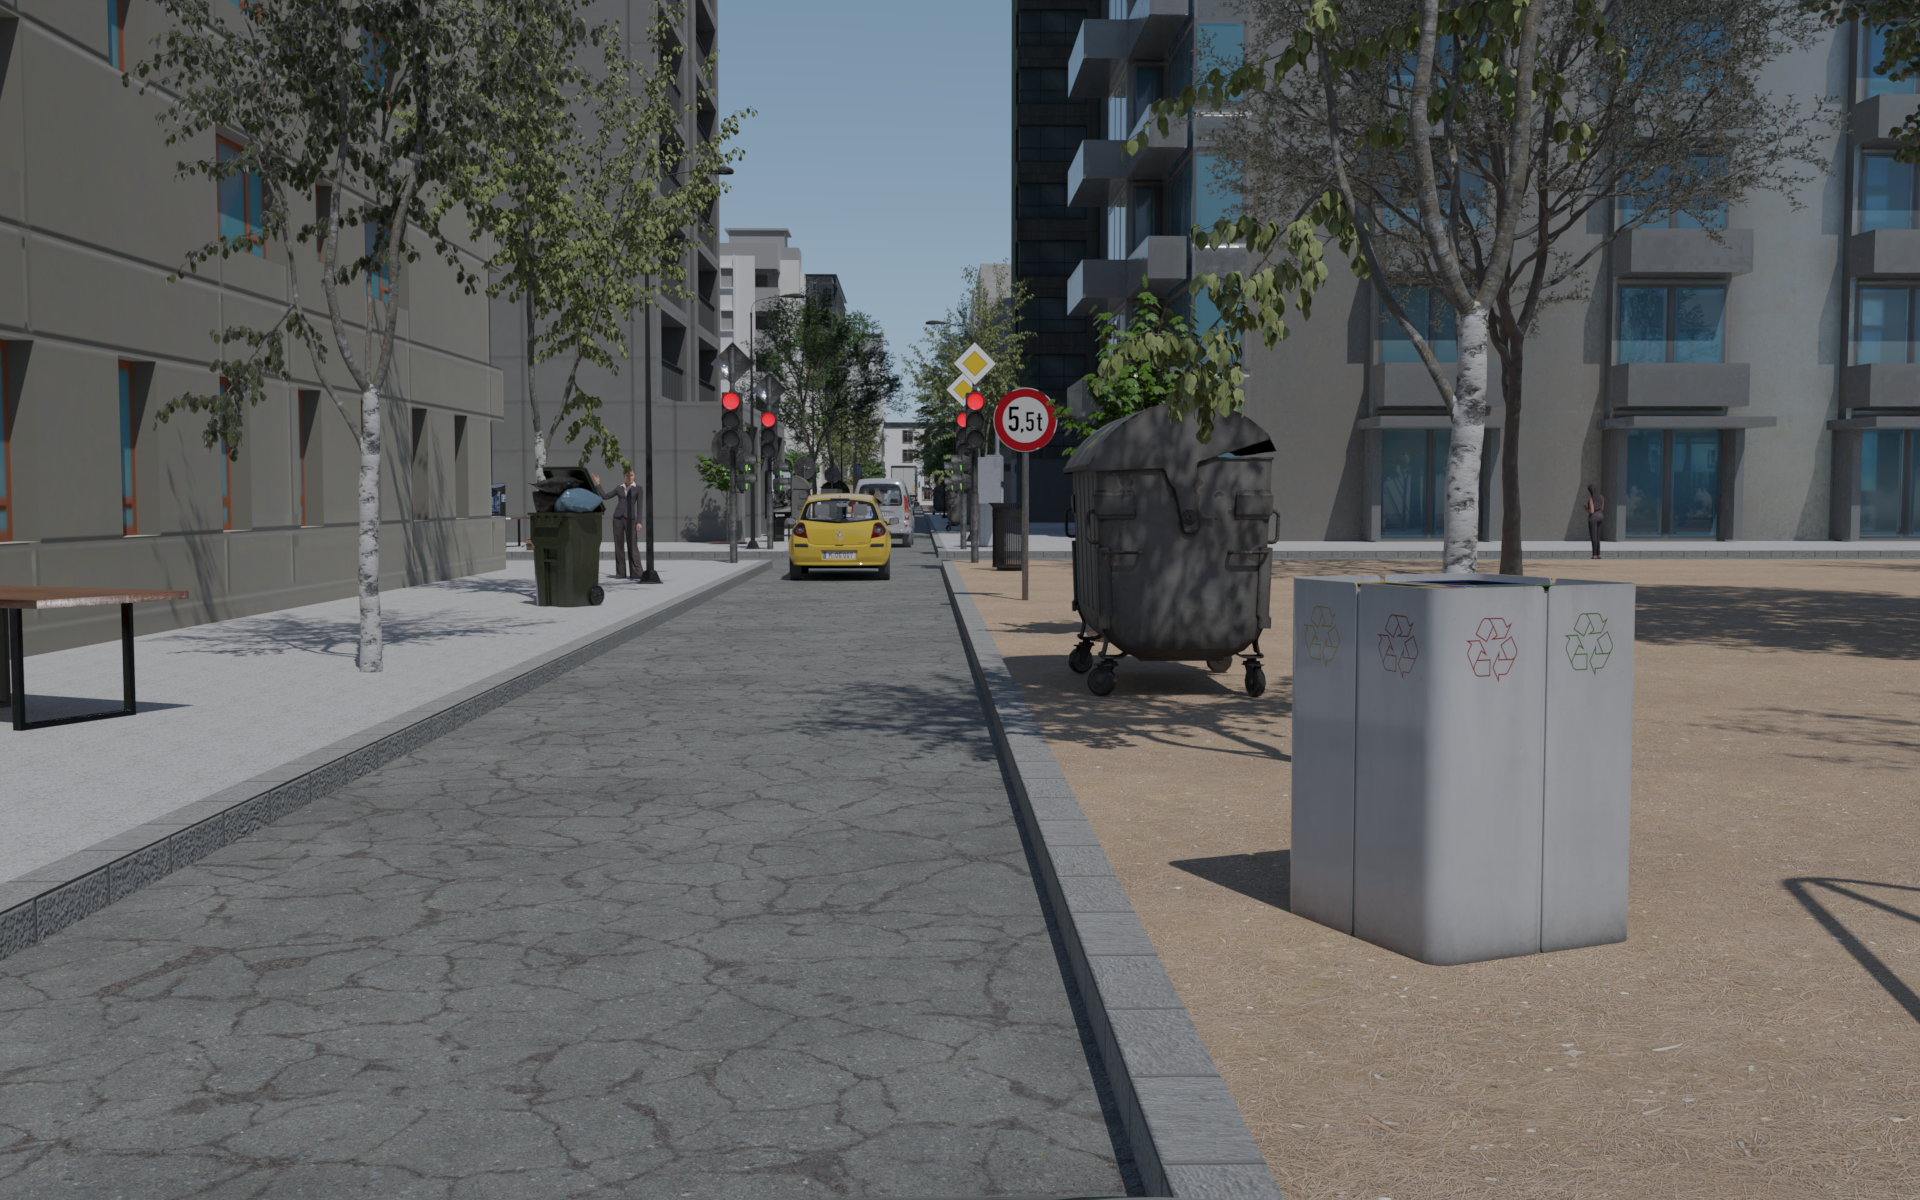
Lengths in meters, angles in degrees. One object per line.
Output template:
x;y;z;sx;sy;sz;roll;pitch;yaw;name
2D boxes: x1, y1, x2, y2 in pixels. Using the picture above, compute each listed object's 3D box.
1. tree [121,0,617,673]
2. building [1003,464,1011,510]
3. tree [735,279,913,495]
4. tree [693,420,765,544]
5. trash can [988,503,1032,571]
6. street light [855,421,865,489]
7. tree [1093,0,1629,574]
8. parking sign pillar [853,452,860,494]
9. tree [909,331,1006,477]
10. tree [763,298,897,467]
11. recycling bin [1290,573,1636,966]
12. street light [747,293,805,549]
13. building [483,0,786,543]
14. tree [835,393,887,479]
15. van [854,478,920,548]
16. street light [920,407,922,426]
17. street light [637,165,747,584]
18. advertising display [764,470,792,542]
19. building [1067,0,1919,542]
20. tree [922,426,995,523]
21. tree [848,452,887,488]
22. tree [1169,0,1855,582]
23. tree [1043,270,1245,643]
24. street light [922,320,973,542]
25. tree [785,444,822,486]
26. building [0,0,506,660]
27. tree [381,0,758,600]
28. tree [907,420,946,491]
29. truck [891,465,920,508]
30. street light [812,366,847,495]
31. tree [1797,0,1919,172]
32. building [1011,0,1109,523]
-4.287;-3.800;12.487;4.360;8.622;3.978;0;3;0;tree
17.616;-25.167;103.358;32.217;40.220;23.993;0;4;-1;building
-6.153;-8.569;74.507;8.767;10.594;7.601;0;4;2;tree
-6.119;-3.055;44.558;1.663;3.219;1.824;0;3;0;tree
0.843;-1.059;28.974;0.748;1.137;0.748;0;3;0;trash can
-5.302;-6.908;85.483;1.470;5.913;1.316;0;4;-1;street light
2.116;-3.476;7.197;4.737;8.622;4.395;0;3;0;tree
-6.632;-7.483;110.811;1.447;3.967;1.447;0;4;-5;parking sign pillar
0.194;-12.405;120.941;7.486;12.596;7.792;0;3;0;tree
-6.804;-10.091;90.751;9.928;11.665;9.643;0;3;0;tree
1.469;0.454;5.128;0.722;1.027;0.722;-2;4;-24;recycling bin
-4.282;-4.136;40.159;1.470;5.913;1.316;0;4;-1;street light
-16.225;-37.650;53.827;20.563;71.187;20.611;0;4;-1;building
-6.941;-10.537;122.636;4.360;8.622;3.978;0;3;0;tree
-2.122;-2.493;47.778;2.013;2.044;4.112;0;4;0;van
-0.763;-5.903;69.048;1.470;5.913;1.316;0;4;-1;street light
-3.894;-3.186;24.627;1.470;5.913;1.316;0;4;-1;street light
-4.874;-2.523;46.471;0.123;1.923;0.974;2;4;35;advertising display
18.718;-26.638;55.142;30.456;49.044;23.786;0;4;-1;building
0.109;-5.651;76.114;4.285;4.588;4.351;0;3;0;tree
-7.227;-9.345;136.499;4.285;4.588;4.351;0;3;0;tree
8.157;-7.042;25.501;12.009;13.543;11.850;0;3;0;tree
1.507;-1.255;15.126;1.663;3.219;1.824;0;3;0;tree
-0.224;-4.520;46.435;1.470;5.913;1.316;0;4;-1;street light
-10.174;-7.630;108.471;4.285;4.588;4.351;0;3;0;tree
-21.846;-10.378;14.725;28.899;21.520;27.650;0;4;-1;building
-4.808;-4.300;20.675;4.737;8.622;4.395;0;3;0;tree
-2.486;-12.830;160.140;4.360;8.622;3.978;0;3;0;tree
-5.552;-11.384;175.047;2.839;4.237;11.283;0;3;0;truck
-4.786;-5.525;62.870;1.470;5.913;1.316;0;4;-1;street light
11.430;-6.493;12.812;9.857;13.997;8.962;0;3;0;tree
9.381;-19.095;83.905;14.160;30.474;14.107;0;4;-1;building
